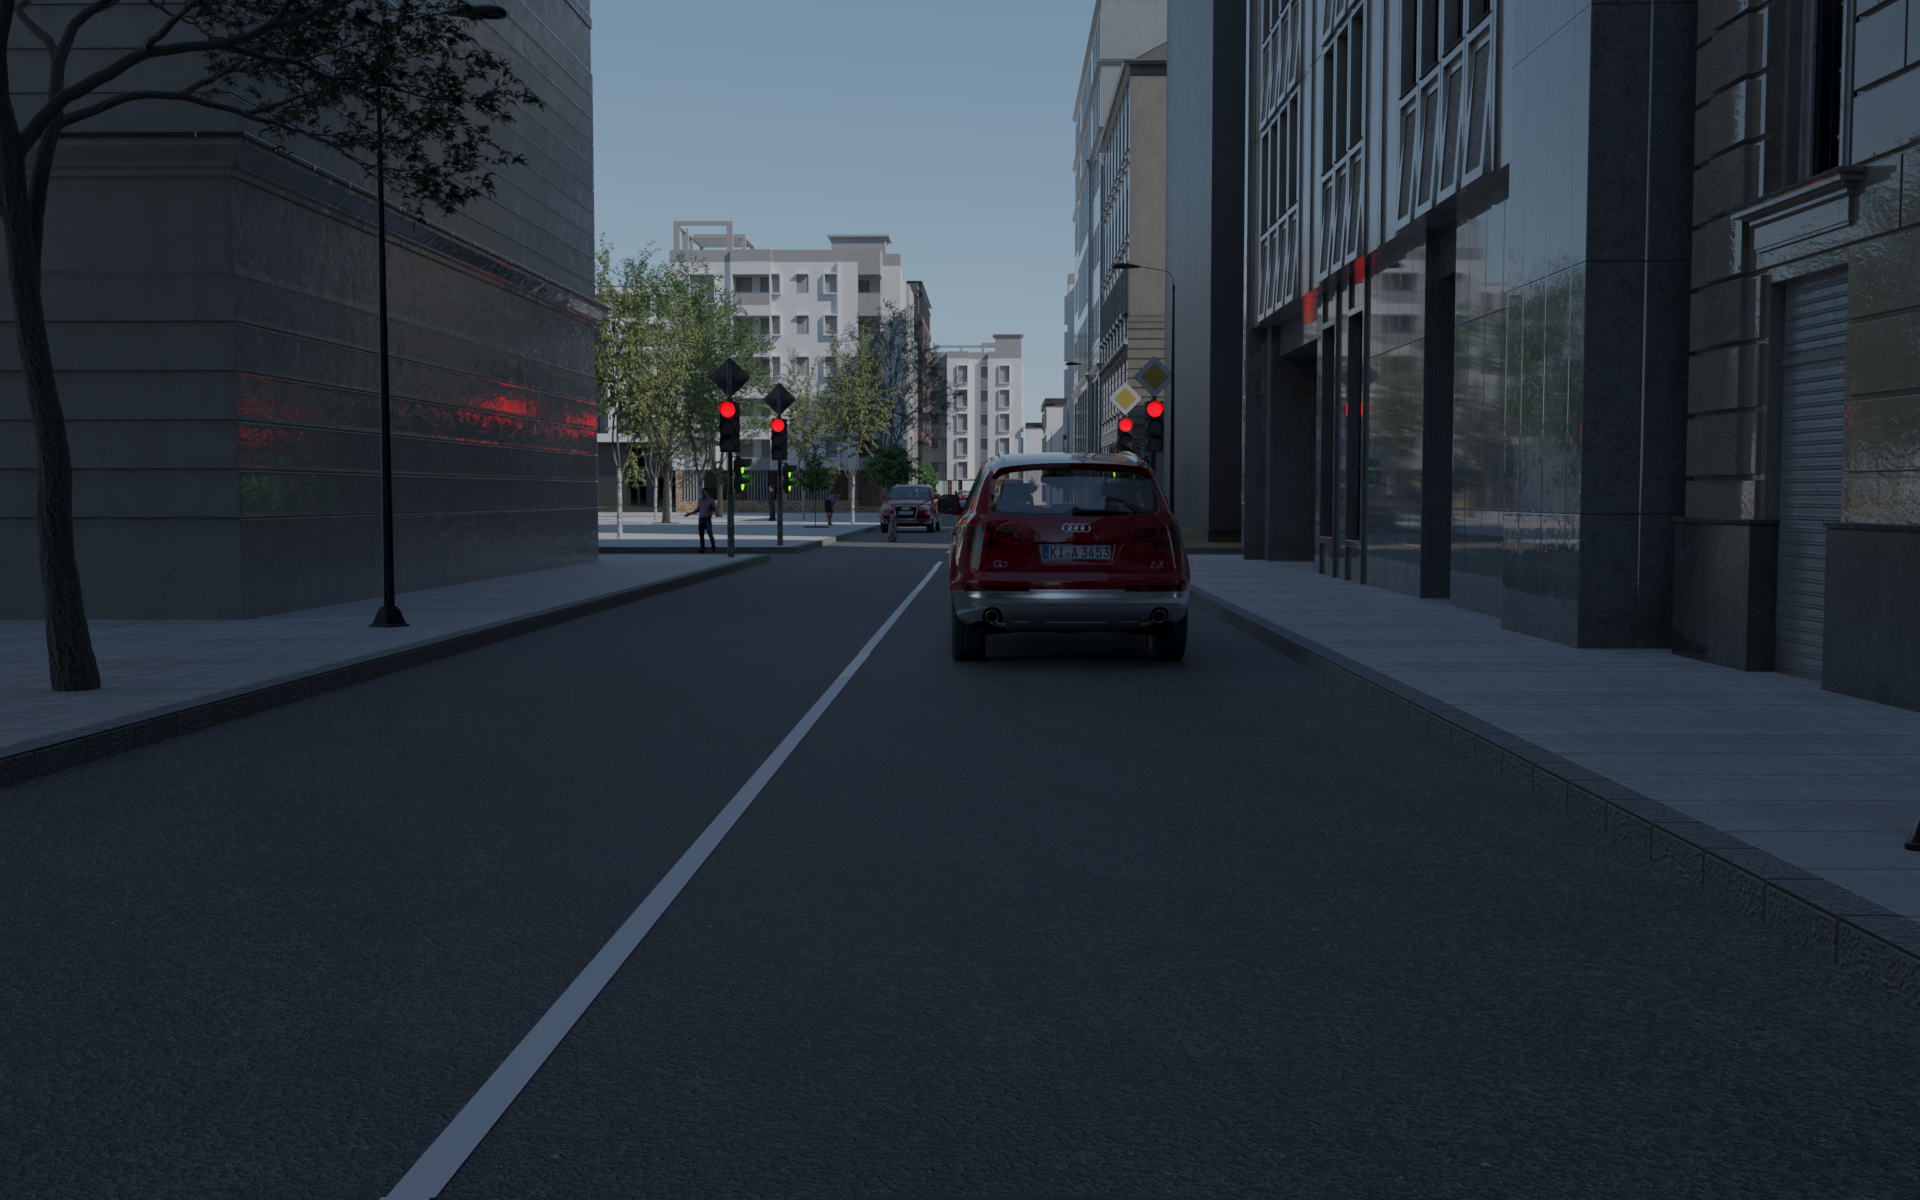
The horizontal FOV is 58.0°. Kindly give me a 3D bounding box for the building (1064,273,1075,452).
[{"bbox_3d":[15.962,-16.784,130.844,16.016,20.091,11.380,0,4,1],"label":"building"}]

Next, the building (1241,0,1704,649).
[{"bbox_3d":[11.341,-12.561,23.392,12.078,24.808,19.932,0,4,1],"label":"building"}]

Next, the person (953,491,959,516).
[{"bbox_3d":[-0.327,-6.335,113.542,0.593,1.643,0.415,3,4,36],"label":"person"}]

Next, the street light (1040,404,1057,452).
[{"bbox_3d":[5.030,-7.143,89.321,1.470,5.913,1.316,0,4,1],"label":"street light"}]

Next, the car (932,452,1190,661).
[{"bbox_3d":[0.918,-0.475,16.443,2.281,1.827,5.304,0,4,0],"label":"car"}]

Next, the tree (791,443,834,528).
[{"bbox_3d":[-5.655,-4.376,66.153,1.663,3.219,1.824,0,3,0],"label":"tree"}]

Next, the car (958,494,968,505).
[{"bbox_3d":[0.249,-8.175,145.667,2.014,1.417,4.499,0,3,0],"label":"car"}]

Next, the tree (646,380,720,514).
[{"bbox_3d":[-15.748,-9.408,104.175,4.360,8.622,3.978,0,3,0],"label":"tree"}]

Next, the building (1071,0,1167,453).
[{"bbox_3d":[12.796,-19.863,102.256,11.434,29.767,29.804,0,4,1],"label":"building"}]

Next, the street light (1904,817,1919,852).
[{"bbox_3d":[3.052,-2.054,6.122,1.470,5.913,1.316,0,4,1],"label":"street light"}]

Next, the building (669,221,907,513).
[{"bbox_3d":[-11.800,-16.394,124.464,16.016,20.091,11.380,0,4,1],"label":"building"}]

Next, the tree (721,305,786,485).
[{"bbox_3d":[-9.677,-6.923,63.561,4.737,8.622,4.395,0,3,0],"label":"tree"}]

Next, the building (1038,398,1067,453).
[{"bbox_3d":[11.970,-12.801,151.447,9.099,9.664,28.070,0,4,1],"label":"building"}]

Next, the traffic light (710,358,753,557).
[{"bbox_3d":[-4.660,-2.814,35.253,0.839,4.213,0.868,0,4,1],"label":"traffic light"}]

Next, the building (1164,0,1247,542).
[{"bbox_3d":[18.590,-15.706,50.303,24.014,27.812,14.314,0,4,1],"label":"building"}]

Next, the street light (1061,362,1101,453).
[{"bbox_3d":[4.390,-5.412,61.022,1.470,5.913,1.316,0,4,1],"label":"street light"}]

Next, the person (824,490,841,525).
[{"bbox_3d":[-5.226,-3.778,71.046,0.697,1.427,0.421,1,4,13],"label":"person"}]

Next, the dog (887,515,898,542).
[{"bbox_3d":[-2.125,-2.145,51.914,0.513,0.831,0.800,3,5,41],"label":"dog"}]

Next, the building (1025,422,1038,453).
[{"bbox_3d":[21.831,-16.215,207.260,28.070,9.664,9.099,0,4,1],"label":"building"}]

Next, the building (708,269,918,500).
[{"bbox_3d":[-12.664,-17.092,145.918,16.747,18.905,31.486,0,4,1],"label":"building"}]

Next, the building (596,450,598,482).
[{"bbox_3d":[-49.789,-15.193,190.551,28.070,9.664,9.099,0,4,1],"label":"building"}]

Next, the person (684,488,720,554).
[{"bbox_3d":[-6.076,-1.882,41.236,0.963,1.587,0.435,1,4,19],"label":"person"}]

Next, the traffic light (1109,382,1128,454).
[{"bbox_3d":[4.073,-3.292,43.067,0.839,4.213,0.868,0,4,1],"label":"traffic light"}]

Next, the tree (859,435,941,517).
[{"bbox_3d":[-3.928,-6.907,96.649,4.285,4.588,4.351,0,3,0],"label":"tree"}]

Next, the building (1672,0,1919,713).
[{"bbox_3d":[11.080,-12.451,0.838,12.463,27.353,25.104,0,4,1],"label":"building"}]

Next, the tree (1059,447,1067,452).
[{"bbox_3d":[7.341,-8.486,122.462,4.285,4.588,4.351,0,3,0],"label":"tree"}]

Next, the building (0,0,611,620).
[{"bbox_3d":[-28.554,-15.206,25.034,44.131,29.872,17.030,0,4,1],"label":"building"}]

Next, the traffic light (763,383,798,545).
[{"bbox_3d":[-4.486,-3.302,43.237,0.839,4.213,0.868,0,4,1],"label":"traffic light"}]

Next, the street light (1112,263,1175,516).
[{"bbox_3d":[3.747,-3.816,34.933,1.470,5.913,1.316,0,4,1],"label":"street light"}]

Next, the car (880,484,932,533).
[{"bbox_3d":[-1.842,-3.504,65.965,2.281,1.827,5.304,0,4,3],"label":"car"}]

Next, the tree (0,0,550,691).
[{"bbox_3d":[-6.159,-4.688,11.060,7.601,10.594,8.767,0,4,-5],"label":"tree"}]

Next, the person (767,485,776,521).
[{"bbox_3d":[-9.024,-4.634,82.606,0.445,1.727,0.742,-1,4,-14],"label":"person"}]

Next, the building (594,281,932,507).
[{"bbox_3d":[-19.639,-20.568,180.253,32.646,21.610,27.936,0,4,1],"label":"building"}]

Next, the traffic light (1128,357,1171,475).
[{"bbox_3d":[3.900,-2.804,35.084,0.839,4.213,0.868,0,4,1],"label":"traffic light"}]

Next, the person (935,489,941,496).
[{"bbox_3d":[-2.653,-11.570,195.302,1.350,1.814,0.705,0,4,7],"label":"person"}]

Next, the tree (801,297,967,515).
[{"bbox_3d":[-4.402,-12.030,107.066,12.009,13.543,11.850,0,3,0],"label":"tree"}]

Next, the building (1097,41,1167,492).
[{"bbox_3d":[11.563,-14.019,78.356,9.793,20.994,18.267,0,4,1],"label":"building"}]

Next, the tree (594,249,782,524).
[{"bbox_3d":[-12.816,-9.115,74.780,9.928,11.665,9.643,0,3,0],"label":"tree"}]

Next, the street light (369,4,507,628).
[{"bbox_3d":[-4.994,-2.695,16.599,1.470,5.913,1.316,0,4,1],"label":"street light"}]

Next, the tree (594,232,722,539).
[{"bbox_3d":[-9.568,-6.076,49.699,4.737,8.622,4.395,0,3,0],"label":"tree"}]

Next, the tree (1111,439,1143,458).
[{"bbox_3d":[5.260,-3.582,53.171,1.663,3.219,1.824,0,3,0],"label":"tree"}]

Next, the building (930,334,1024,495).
[{"bbox_3d":[1.951,-21.681,210.911,11.380,20.091,16.016,0,4,1],"label":"building"}]

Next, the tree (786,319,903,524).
[{"bbox_3d":[-4.531,-7.552,73.834,4.737,8.622,4.395,0,3,0],"label":"tree"}]
